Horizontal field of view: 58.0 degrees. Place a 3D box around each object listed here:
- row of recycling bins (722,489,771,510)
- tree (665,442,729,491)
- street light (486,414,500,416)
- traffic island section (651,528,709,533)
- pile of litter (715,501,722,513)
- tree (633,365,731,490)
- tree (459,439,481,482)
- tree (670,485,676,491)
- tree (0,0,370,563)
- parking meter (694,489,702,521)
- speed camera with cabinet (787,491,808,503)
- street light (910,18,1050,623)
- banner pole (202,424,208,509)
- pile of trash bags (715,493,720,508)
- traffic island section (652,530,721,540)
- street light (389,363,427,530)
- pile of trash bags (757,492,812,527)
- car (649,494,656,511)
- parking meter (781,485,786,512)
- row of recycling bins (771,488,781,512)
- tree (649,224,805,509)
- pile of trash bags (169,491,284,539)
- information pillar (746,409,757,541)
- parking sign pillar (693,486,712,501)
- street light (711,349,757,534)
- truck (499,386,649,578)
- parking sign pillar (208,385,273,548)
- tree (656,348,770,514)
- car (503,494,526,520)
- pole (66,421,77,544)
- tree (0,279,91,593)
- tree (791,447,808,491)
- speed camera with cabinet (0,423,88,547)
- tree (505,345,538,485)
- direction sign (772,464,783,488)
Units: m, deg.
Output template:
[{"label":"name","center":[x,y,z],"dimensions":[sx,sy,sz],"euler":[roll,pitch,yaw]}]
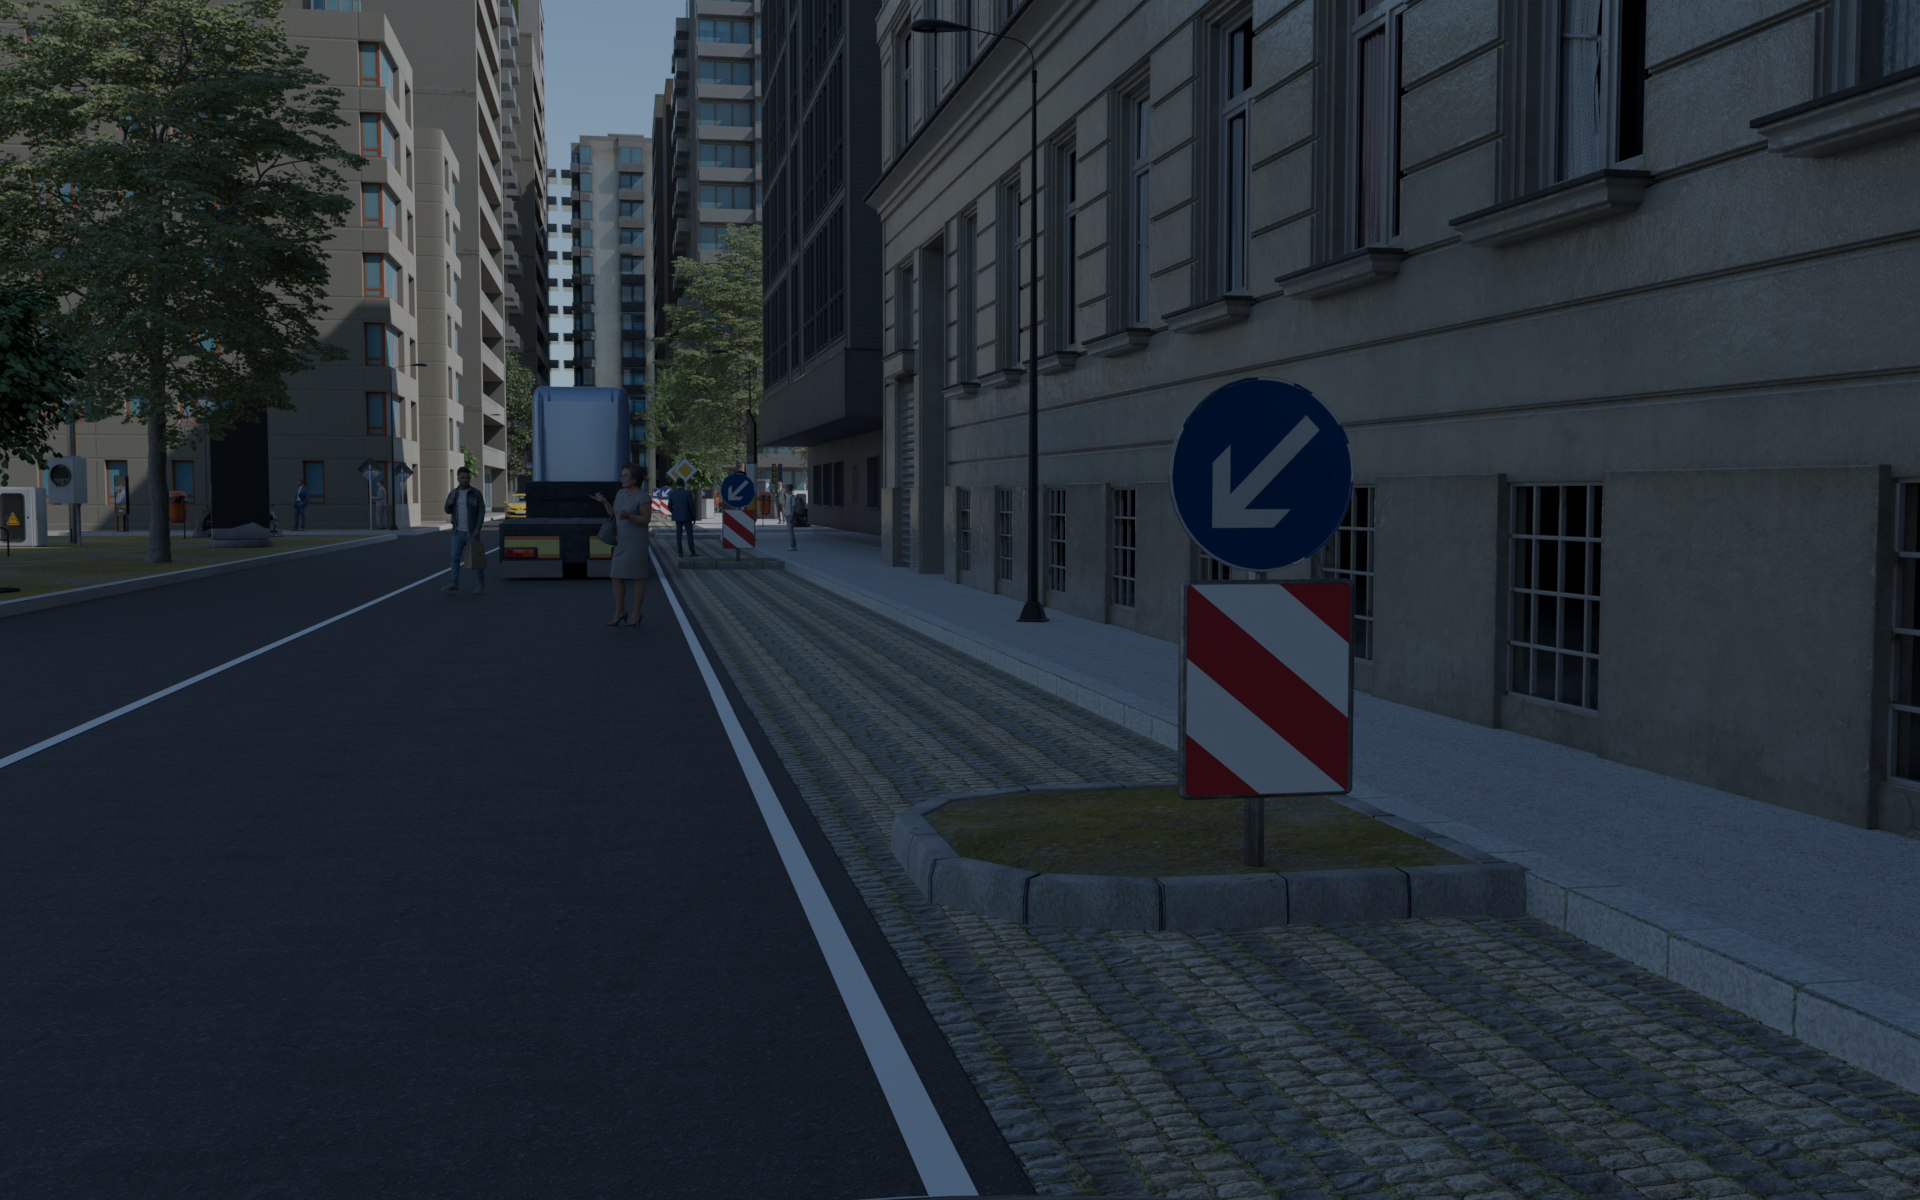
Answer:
[{"label":"row of recycling bins","center":[-12.633,-5.719,100.618],"dimensions":[1.069,1.692,3.534],"euler":[-3,5,-44]},{"label":"tree","center":[-16.154,-7.562,107.359],"dimensions":[4.285,4.588,4.351],"euler":[0,3,0]},{"label":"street light","center":[-27.233,-7.801,100.082],"dimensions":[1.470,5.913,1.316],"euler":[-1,4,-11]},{"label":"traffic island section","center":[-10.291,-2.522,63.509],"dimensions":[2.009,0.180,2.903],"euler":[-1,4,-11]},{"label":"pile of litter","center":[-16.366,-6.357,117.900],"dimensions":[1.719,0.858,1.176],"euler":[-1,4,-15]},{"label":"tree","center":[-20.758,-12.591,131.613],"dimensions":[9.928,11.665,9.643],"euler":[0,3,0]},{"label":"tree","center":[-27.551,-6.703,93.303],"dimensions":[4.285,4.588,4.351],"euler":[0,3,0]},{"label":"tree","center":[-23.205,-9.206,145.113],"dimensions":[1.663,3.219,1.824],"euler":[0,3,0]},{"label":"tree","center":[-15.096,-6.998,32.550],"dimensions":[7.486,12.596,7.792],"euler":[0,3,0]},{"label":"parking meter","center":[-12.506,-4.536,82.577],"dimensions":[0.372,1.533,0.369],"euler":[0,3,0]},{"label":"speed camera with cabinet","center":[-7.515,-5.540,84.911],"dimensions":[2.038,3.252,0.660],"euler":[-3,5,-43]},{"label":"street light","center":[0.203,-2.730,17.184],"dimensions":[1.470,5.913,1.316],"euler":[-1,4,-11]},{"label":"banner pole","center":[-26.564,-4.377,61.574],"dimensions":[0.863,3.779,0.401],"euler":[-2,4,-27]},{"label":"pile of trash bags","center":[-19.288,-7.224,127.863],"dimensions":[3.447,1.369,1.912],"euler":[-2,4,-23]},{"label":"traffic island section","center":[-8.765,-2.042,55.670],"dimensions":[2.009,0.180,2.903],"euler":[-1,4,-11]},{"label":"street light","center":[-19.581,-5.439,61.467],"dimensions":[1.470,5.913,1.316],"euler":[-1,4,-11]},{"label":"pile of trash bags","center":[-6.300,-3.536,67.559],"dimensions":[3.447,1.369,1.912],"euler":[1,4,17]},{"label":"car","center":[-26.214,-8.191,144.149],"dimensions":[2.015,1.641,3.980],"euler":[-1,4,-12]},{"label":"parking meter","center":[-11.992,-6.853,117.762],"dimensions":[0.255,1.863,0.399],"euler":[-1,4,-16]},{"label":"row of recycling bins","center":[-13.897,-7.222,125.195],"dimensions":[3.534,1.692,1.069],"euler":[1,4,14]},{"label":"tree","center":[-9.142,-9.455,72.722],"dimensions":[7.486,12.596,7.792],"euler":[0,3,0]},{"label":"pile of trash bags","center":[-21.820,-2.522,50.994],"dimensions":[1.912,1.369,3.447],"euler":[2,4,26]},{"label":"information pillar","center":[-5.733,-3.442,47.628],"dimensions":[0.183,3.616,0.504],"euler":[-2,4,-33]},{"label":"parking sign pillar","center":[-16.773,-7.622,113.096],"dimensions":[1.447,3.967,1.447],"euler":[0,4,4]},{"label":"street light","center":[-7.304,-5.094,55.828],"dimensions":[1.470,5.913,1.316],"euler":[-1,4,-11]},{"label":"truck","center":[-8.297,-2.935,37.753],"dimensions":[2.967,4.110,18.799],"euler":[-1,4,-12]},{"label":"parking sign pillar","center":[-17.354,-3.255,41.696],"dimensions":[1.447,3.967,1.447],"euler":[-2,4,-26]},{"label":"tree","center":[-13.850,-10.042,98.599],"dimensions":[7.601,10.594,8.767],"euler":[1,4,12]},{"label":"car","center":[-23.944,-5.171,94.768],"dimensions":[2.015,1.641,3.980],"euler":[-1,4,-11]},{"label":"pole","center":[-22.955,-3.116,44.789],"dimensions":[0.158,3.312,0.155],"euler":[0,3,0]},{"label":"tree","center":[-13.035,-2.365,22.385],"dimensions":[4.285,4.588,4.351],"euler":[0,3,0]},{"label":"tree","center":[-9.864,-9.910,112.384],"dimensions":[4.360,8.622,3.978],"euler":[0,3,0]},{"label":"speed camera with cabinet","center":[-22.247,-2.910,41.909],"dimensions":[2.038,3.252,0.660],"euler":[0,4,6]},{"label":"tree","center":[-34.354,-12.954,128.803],"dimensions":[9.611,12.733,9.660],"euler":[0,3,0]},{"label":"direction sign","center":[-13.622,-8.383,129.060],"dimensions":[0.876,3.537,0.379],"euler":[1,4,18]}]
